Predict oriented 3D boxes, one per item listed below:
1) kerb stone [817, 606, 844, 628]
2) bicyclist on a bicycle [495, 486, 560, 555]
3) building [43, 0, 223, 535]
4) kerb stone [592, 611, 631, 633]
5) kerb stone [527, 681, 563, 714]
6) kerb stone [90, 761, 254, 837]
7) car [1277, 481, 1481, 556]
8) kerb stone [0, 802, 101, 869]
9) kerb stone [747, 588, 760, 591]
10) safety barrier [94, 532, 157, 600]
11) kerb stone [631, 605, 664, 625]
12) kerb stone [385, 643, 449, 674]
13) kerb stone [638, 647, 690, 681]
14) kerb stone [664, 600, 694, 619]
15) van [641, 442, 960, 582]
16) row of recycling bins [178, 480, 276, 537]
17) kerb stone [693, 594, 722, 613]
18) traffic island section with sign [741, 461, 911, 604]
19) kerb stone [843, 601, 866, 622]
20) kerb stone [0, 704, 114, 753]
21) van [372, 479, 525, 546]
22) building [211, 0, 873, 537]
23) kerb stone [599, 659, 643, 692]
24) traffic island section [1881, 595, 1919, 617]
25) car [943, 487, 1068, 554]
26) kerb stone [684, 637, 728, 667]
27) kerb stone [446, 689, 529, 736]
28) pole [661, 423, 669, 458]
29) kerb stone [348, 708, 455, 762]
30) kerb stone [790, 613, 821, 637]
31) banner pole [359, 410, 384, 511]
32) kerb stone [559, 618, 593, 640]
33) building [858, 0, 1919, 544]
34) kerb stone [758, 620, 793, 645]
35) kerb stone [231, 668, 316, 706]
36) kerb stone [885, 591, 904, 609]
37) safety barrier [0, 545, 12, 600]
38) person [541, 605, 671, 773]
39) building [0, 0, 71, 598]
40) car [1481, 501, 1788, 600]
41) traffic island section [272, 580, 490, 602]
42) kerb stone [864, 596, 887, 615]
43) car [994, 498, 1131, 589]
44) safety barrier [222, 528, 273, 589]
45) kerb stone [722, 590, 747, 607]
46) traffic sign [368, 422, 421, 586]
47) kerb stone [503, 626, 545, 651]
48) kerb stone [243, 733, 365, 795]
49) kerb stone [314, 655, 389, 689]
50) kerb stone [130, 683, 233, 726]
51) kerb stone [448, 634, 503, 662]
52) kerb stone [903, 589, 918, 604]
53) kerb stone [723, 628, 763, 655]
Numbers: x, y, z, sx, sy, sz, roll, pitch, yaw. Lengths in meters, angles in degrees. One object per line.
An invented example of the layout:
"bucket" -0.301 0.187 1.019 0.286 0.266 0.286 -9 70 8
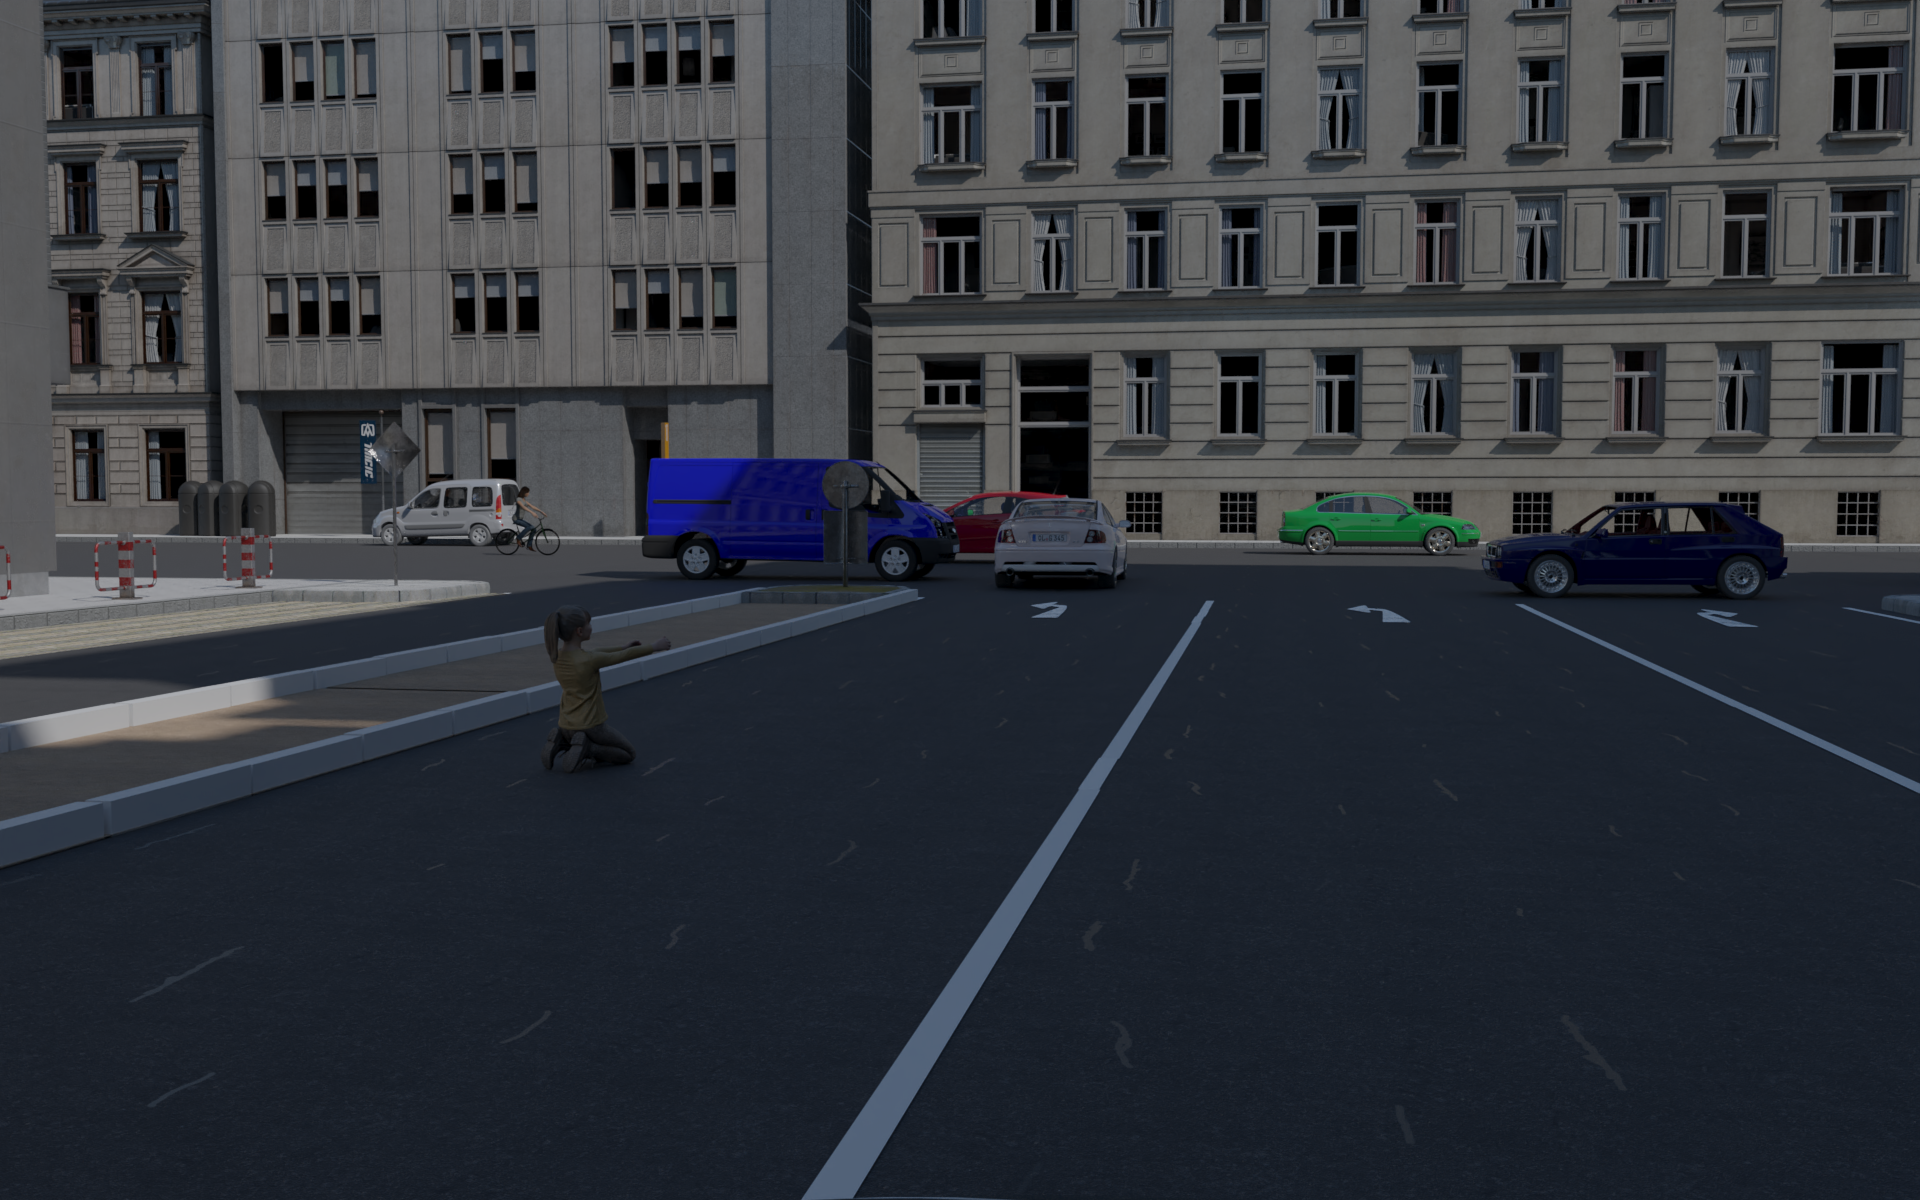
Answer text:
"kerb stone" -1.470 0.204 18.867 0.120 0.150 1.000 1 4 10
"bicyclist on a bicycle" -10.106 -1.862 40.458 1.625 1.676 1.499 1 4 9
"building" -31.461 -11.949 59.991 19.286 19.102 10.561 1 4 10
"kerb stone" -3.726 0.245 18.187 0.120 0.150 1.000 1 4 10
"kerb stone" -2.769 0.647 11.779 0.120 0.150 1.000 1 4 10
"kerb stone" -3.514 0.884 7.738 0.120 0.150 1.000 1 4 10
"car" 9.930 -1.979 41.149 4.718 1.807 1.959 1 4 12
"kerb stone" -3.710 0.946 6.721 0.120 0.150 1.000 1 4 10
"kerb stone" -2.803 -0.064 23.241 0.120 0.150 1.000 1 4 10
"safety barrier" -10.139 -0.415 21.062 0.300 0.817 1.120 1 4 10
"kerb stone" -3.538 0.183 19.200 0.120 0.150 1.000 1 4 10
"kerb stone" -4.482 0.493 14.136 0.120 0.150 1.000 1 4 10
"kerb stone" -2.399 0.514 13.799 0.120 0.150 1.000 1 4 10
"kerb stone" -3.359 0.125 20.210 0.120 0.150 1.000 1 4 10
"van" -2.631 -1.531 29.408 5.245 2.365 2.240 1 4 10
"row of recycling bins" -22.304 -2.785 52.652 3.534 1.692 1.069 1 4 22
"kerb stone" -3.165 0.060 21.216 0.120 0.150 1.000 1 4 10
"traffic island section with sign" -1.697 -0.929 23.330 2.006 1.907 1.989 1 4 10
"kerb stone" -1.282 0.141 19.882 0.120 0.150 1.000 1 4 10
"kerb stone" -5.225 0.740 10.097 0.120 0.150 1.000 1 4 10
"van" -14.314 -2.527 48.329 4.112 2.044 2.013 1 4 11
"building" -11.949 -14.621 57.069 19.932 24.808 12.078 1 4 10
"kerb stone" -2.597 0.575 12.790 0.120 0.150 1.000 1 4 10
"traffic island section" 12.289 0.108 20.516 2.009 0.180 2.903 1 4 10
"car" 0.548 -1.665 36.268 4.494 1.783 2.155 1 4 11
"kerb stone" -2.218 0.452 14.808 0.120 0.150 1.000 1 4 10
"kerb stone" -2.964 0.699 10.764 0.120 0.150 1.000 1 4 10
"pole" -8.438 -3.410 49.603 0.158 3.312 0.155 0 3 0
"kerb stone" -3.150 0.761 9.755 0.120 0.150 1.000 1 4 10
"kerb stone" -1.651 0.266 17.843 0.120 0.150 1.000 1 4 10
"banner pole" -17.481 -3.773 51.701 0.863 3.779 0.401 -2 4 -28
"kerb stone" -3.918 0.309 17.173 0.120 0.150 1.000 1 4 10
"building" 12.787 -13.465 53.442 30.059 22.955 16.112 1 4 10
"kerb stone" -1.843 0.328 16.836 0.120 0.150 1.000 1 4 10
"kerb stone" -4.855 0.618 12.120 0.120 0.150 1.000 1 4 10
"kerb stone" -0.905 0.021 21.920 0.120 0.150 1.000 1 4 10
"safety barrier" -10.596 -0.264 18.586 0.300 0.817 1.120 1 4 10
"person" -1.890 0.445 9.141 0.347 0.859 0.695 3 5 41
"building" -27.275 -12.221 18.873 30.058 24.678 14.314 1 4 10
"car" 9.431 -0.726 24.446 3.894 1.354 1.945 1 4 9
"traffic island section" -7.912 -0.119 24.233 2.009 0.180 2.903 1 4 10
"kerb stone" -1.087 0.079 20.901 0.120 0.150 1.000 1 4 10
"car" 1.666 -0.941 27.754 2.083 1.381 4.827 1 4 9
"safety barrier" -9.681 -0.568 23.556 0.300 0.817 1.120 1 4 10
"kerb stone" -2.979 -0.001 22.228 0.120 0.150 1.000 1 4 10
"traffic sign" -7.887 -1.255 24.167 0.795 2.450 0.064 1 4 10
"kerb stone" -4.103 0.375 16.159 0.120 0.150 1.000 1 4 10
"kerb stone" -3.334 0.827 8.747 0.120 0.150 1.000 1 4 10
"kerb stone" -4.658 0.559 13.127 0.120 0.150 1.000 1 4 10
"kerb stone" -5.033 0.678 11.109 0.120 0.150 1.000 1 4 10
"kerb stone" -4.294 0.431 15.145 0.120 0.150 1.000 1 4 10
"kerb stone" -0.719 -0.040 22.928 0.120 0.150 1.000 1 4 10
"kerb stone" -2.032 0.390 15.823 0.120 0.150 1.000 1 4 10
